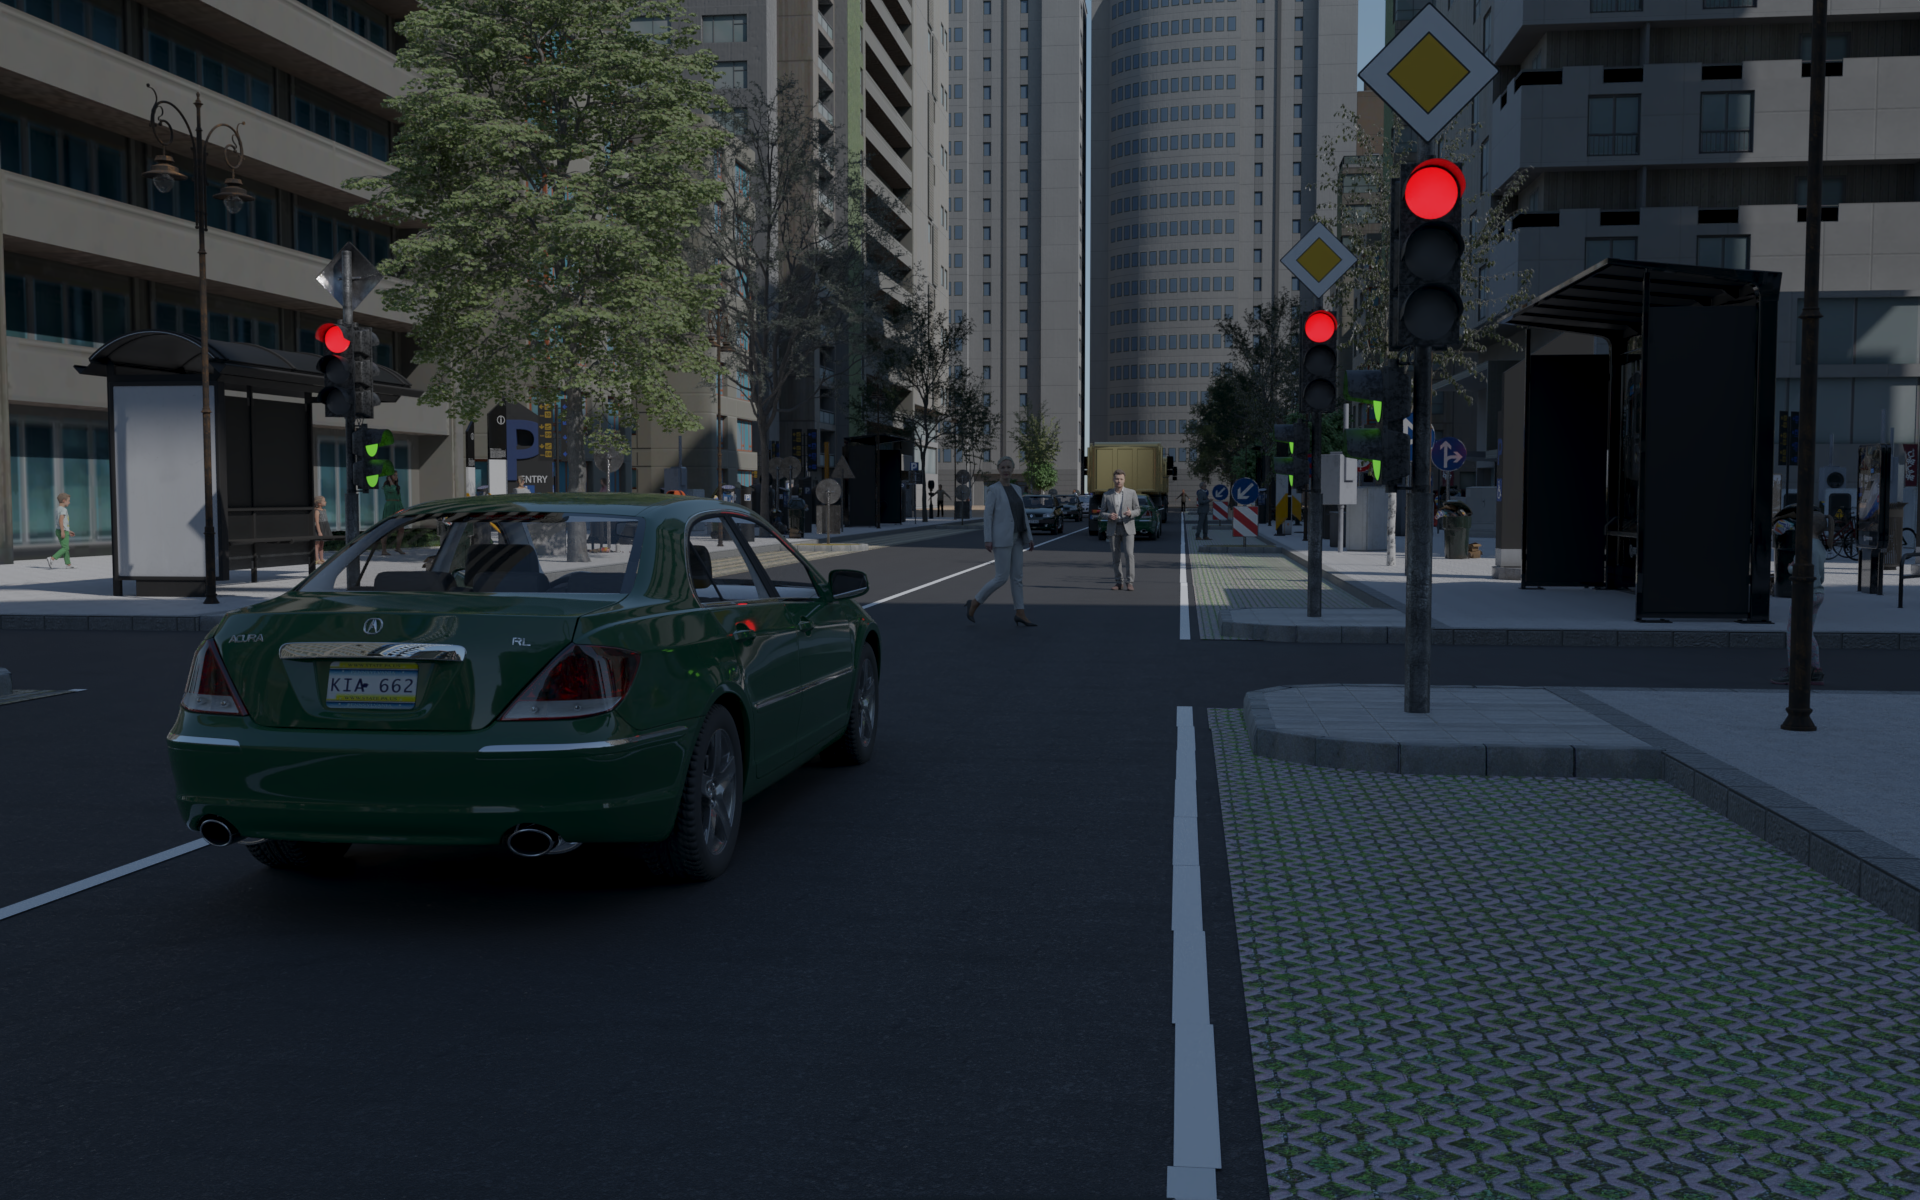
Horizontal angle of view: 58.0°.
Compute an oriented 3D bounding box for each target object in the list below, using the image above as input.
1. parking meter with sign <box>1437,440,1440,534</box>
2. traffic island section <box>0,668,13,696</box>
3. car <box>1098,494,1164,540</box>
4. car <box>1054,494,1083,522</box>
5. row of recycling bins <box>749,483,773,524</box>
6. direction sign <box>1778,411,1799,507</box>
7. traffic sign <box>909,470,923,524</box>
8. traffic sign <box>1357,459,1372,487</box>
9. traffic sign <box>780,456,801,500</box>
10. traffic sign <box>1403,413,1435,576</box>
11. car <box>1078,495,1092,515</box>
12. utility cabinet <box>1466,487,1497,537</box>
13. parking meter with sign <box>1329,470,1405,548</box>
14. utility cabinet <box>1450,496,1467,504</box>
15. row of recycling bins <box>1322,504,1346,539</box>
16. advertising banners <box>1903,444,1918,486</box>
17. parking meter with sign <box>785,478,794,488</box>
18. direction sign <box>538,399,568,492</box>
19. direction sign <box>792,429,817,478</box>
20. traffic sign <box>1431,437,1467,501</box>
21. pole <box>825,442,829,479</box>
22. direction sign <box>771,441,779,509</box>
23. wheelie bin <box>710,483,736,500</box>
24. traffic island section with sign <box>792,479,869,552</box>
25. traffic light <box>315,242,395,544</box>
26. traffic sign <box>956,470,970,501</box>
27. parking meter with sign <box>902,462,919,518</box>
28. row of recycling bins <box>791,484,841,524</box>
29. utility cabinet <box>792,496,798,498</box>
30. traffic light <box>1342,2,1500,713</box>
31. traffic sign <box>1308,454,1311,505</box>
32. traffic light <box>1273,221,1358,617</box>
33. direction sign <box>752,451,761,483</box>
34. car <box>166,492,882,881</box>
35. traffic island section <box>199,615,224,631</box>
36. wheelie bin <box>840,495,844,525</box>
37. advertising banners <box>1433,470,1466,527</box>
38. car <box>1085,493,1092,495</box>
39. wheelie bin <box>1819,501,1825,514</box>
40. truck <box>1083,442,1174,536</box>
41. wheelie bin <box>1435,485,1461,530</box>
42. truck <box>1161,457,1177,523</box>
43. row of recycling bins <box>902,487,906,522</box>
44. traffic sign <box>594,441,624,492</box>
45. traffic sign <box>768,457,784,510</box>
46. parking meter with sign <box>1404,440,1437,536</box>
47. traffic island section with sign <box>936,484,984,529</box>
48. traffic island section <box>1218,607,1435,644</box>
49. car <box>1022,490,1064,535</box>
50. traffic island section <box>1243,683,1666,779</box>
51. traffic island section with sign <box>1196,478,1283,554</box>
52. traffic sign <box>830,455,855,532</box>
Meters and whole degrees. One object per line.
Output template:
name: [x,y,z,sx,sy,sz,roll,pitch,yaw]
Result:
parking meter with sign: [15.125,-3.697,56.706,0.543,3.016,1.738,-2,4,-25]
traffic island section: [-7.843,0.656,11.549,2.009,0.180,2.903,0,4,7]
car: [5.402,-2.646,55.057,2.131,1.459,4.920,1,4,9]
car: [5.451,-4.914,90.125,2.009,1.686,4.222,0,4,8]
row of recycling bins: [-7.867,-3.736,68.197,1.069,1.692,3.534,-1,4,-10]
direction sign: [22.640,-3.387,47.378,0.876,3.537,0.379,-2,4,-33]
traffic sign: [-1.896,-4.385,73.827,0.606,2.300,0.079,1,4,11]
traffic sign: [9.235,-2.440,40.005,0.768,2.556,0.104,1,4,15]
traffic sign: [-5.700,-3.551,58.173,0.768,2.556,0.104,1,4,17]
traffic sign: [7.041,-1.656,27.184,0.768,2.556,0.104,1,4,11]
car: [7.832,-5.717,105.831,2.083,1.381,4.827,1,4,8]
utility cabinet: [15.423,-2.586,50.964,0.318,1.500,1.173,-2,4,-32]
parking meter with sign: [9.783,-2.789,41.867,1.738,3.016,0.543,-1,4,-23]
utility cabinet: [13.449,-2.177,46.754,0.306,1.237,1.020,0,4,8]
row of recycling bins: [10.847,-2.649,50.419,1.069,1.692,3.534,0,4,6]
advertising banners: [33.699,-3.906,60.045,2.074,3.025,0.090,0,4,4]
parking meter with sign: [-9.076,-5.845,91.821,0.543,3.016,1.738,-1,4,-10]
direction sign: [-9.564,-3.008,41.174,0.876,3.537,0.379,0,4,-7]
direction sign: [-5.403,-4.174,60.236,0.876,3.537,0.379,-1,4,-15]
traffic sign: [10.905,-2.361,38.701,0.768,2.556,0.104,1,4,17]
pole: [-5.209,-4.527,67.862,0.158,3.312,0.155,0,3,0]
direction sign: [-7.843,-4.994,73.644,0.379,3.537,0.876,1,4,13]
wheelie bin: [-6.769,-2.542,49.478,0.693,1.594,0.980,0,4,4]
traffic island section with sign: [-3.377,-2.153,43.833,1.989,1.847,2.006,0,4,7]
traffic light: [-6.789,-1.860,19.330,0.839,4.253,0.868,0,4,7]
traffic sign: [0.146,-5.481,89.715,0.768,2.556,0.104,1,4,12]
parking meter with sign: [-2.966,-5.975,93.944,0.543,3.016,1.738,2,4,35]
row of recycling bins: [-5.555,-4.108,74.271,3.534,1.692,1.069,-1,4,-22]
utility cabinet: [-6.224,-3.385,66.508,1.020,1.237,0.306,-2,4,-33]
traffic light: [2.673,-1.295,10.087,0.839,4.253,0.868,0,4,7]
traffic sign: [11.029,-3.337,54.672,0.768,2.556,0.104,1,4,9]
traffic light: [3.689,-1.779,18.008,0.839,4.253,0.868,0,4,7]
direction sign: [-10.605,-6.094,91.637,0.876,3.537,0.379,0,4,5]
car: [-1.581,0.236,7.941,2.131,1.459,4.920,1,4,8]
traffic island section: [-6.827,0.172,19.470,2.009,0.180,2.903,0,4,7]
wheelie bin: [-4.736,-3.937,72.272,0.693,1.594,0.980,1,4,12]
advertising banners: [18.607,-4.354,67.383,2.074,3.025,0.090,1,4,22]
car: [12.402,-9.742,168.867,1.945,1.707,3.694,0,4,6]
wheelie bin: [31.472,-3.346,62.620,0.693,1.594,0.980,3,5,40]
truck: [6.093,-4.117,63.233,3.469,3.379,9.791,0,4,6]
wheelie bin: [17.556,-3.315,62.112,0.980,1.594,0.693,-1,4,-9]
truck: [9.357,-5.674,88.697,3.469,3.379,9.791,0,4,7]
row of recycling bins: [-2.990,-4.464,80.101,1.069,1.692,3.534,0,4,-3]
traffic sign: [-8.335,-2.504,41.050,0.768,2.556,0.104,1,4,14]
traffic sign: [-6.317,-3.653,59.825,0.768,2.556,0.104,1,4,11]
parking meter with sign: [13.546,-3.451,52.693,1.738,3.016,0.543,-2,4,-27]
traffic island section with sign: [0.110,-3.807,70.877,1.989,1.847,2.006,0,4,7]
traffic island section: [3.727,0.255,18.117,2.009,0.180,2.903,0,4,7]
car: [2.749,-3.200,62.107,2.009,1.686,4.222,0,4,8]
traffic island section: [2.712,0.739,10.196,2.009,0.180,2.903,0,4,7]
traffic island section with sign: [6.865,-2.073,42.516,1.989,1.847,2.006,0,4,7]
traffic sign: [-3.956,-3.555,58.127,0.884,2.594,0.081,1,4,14]
